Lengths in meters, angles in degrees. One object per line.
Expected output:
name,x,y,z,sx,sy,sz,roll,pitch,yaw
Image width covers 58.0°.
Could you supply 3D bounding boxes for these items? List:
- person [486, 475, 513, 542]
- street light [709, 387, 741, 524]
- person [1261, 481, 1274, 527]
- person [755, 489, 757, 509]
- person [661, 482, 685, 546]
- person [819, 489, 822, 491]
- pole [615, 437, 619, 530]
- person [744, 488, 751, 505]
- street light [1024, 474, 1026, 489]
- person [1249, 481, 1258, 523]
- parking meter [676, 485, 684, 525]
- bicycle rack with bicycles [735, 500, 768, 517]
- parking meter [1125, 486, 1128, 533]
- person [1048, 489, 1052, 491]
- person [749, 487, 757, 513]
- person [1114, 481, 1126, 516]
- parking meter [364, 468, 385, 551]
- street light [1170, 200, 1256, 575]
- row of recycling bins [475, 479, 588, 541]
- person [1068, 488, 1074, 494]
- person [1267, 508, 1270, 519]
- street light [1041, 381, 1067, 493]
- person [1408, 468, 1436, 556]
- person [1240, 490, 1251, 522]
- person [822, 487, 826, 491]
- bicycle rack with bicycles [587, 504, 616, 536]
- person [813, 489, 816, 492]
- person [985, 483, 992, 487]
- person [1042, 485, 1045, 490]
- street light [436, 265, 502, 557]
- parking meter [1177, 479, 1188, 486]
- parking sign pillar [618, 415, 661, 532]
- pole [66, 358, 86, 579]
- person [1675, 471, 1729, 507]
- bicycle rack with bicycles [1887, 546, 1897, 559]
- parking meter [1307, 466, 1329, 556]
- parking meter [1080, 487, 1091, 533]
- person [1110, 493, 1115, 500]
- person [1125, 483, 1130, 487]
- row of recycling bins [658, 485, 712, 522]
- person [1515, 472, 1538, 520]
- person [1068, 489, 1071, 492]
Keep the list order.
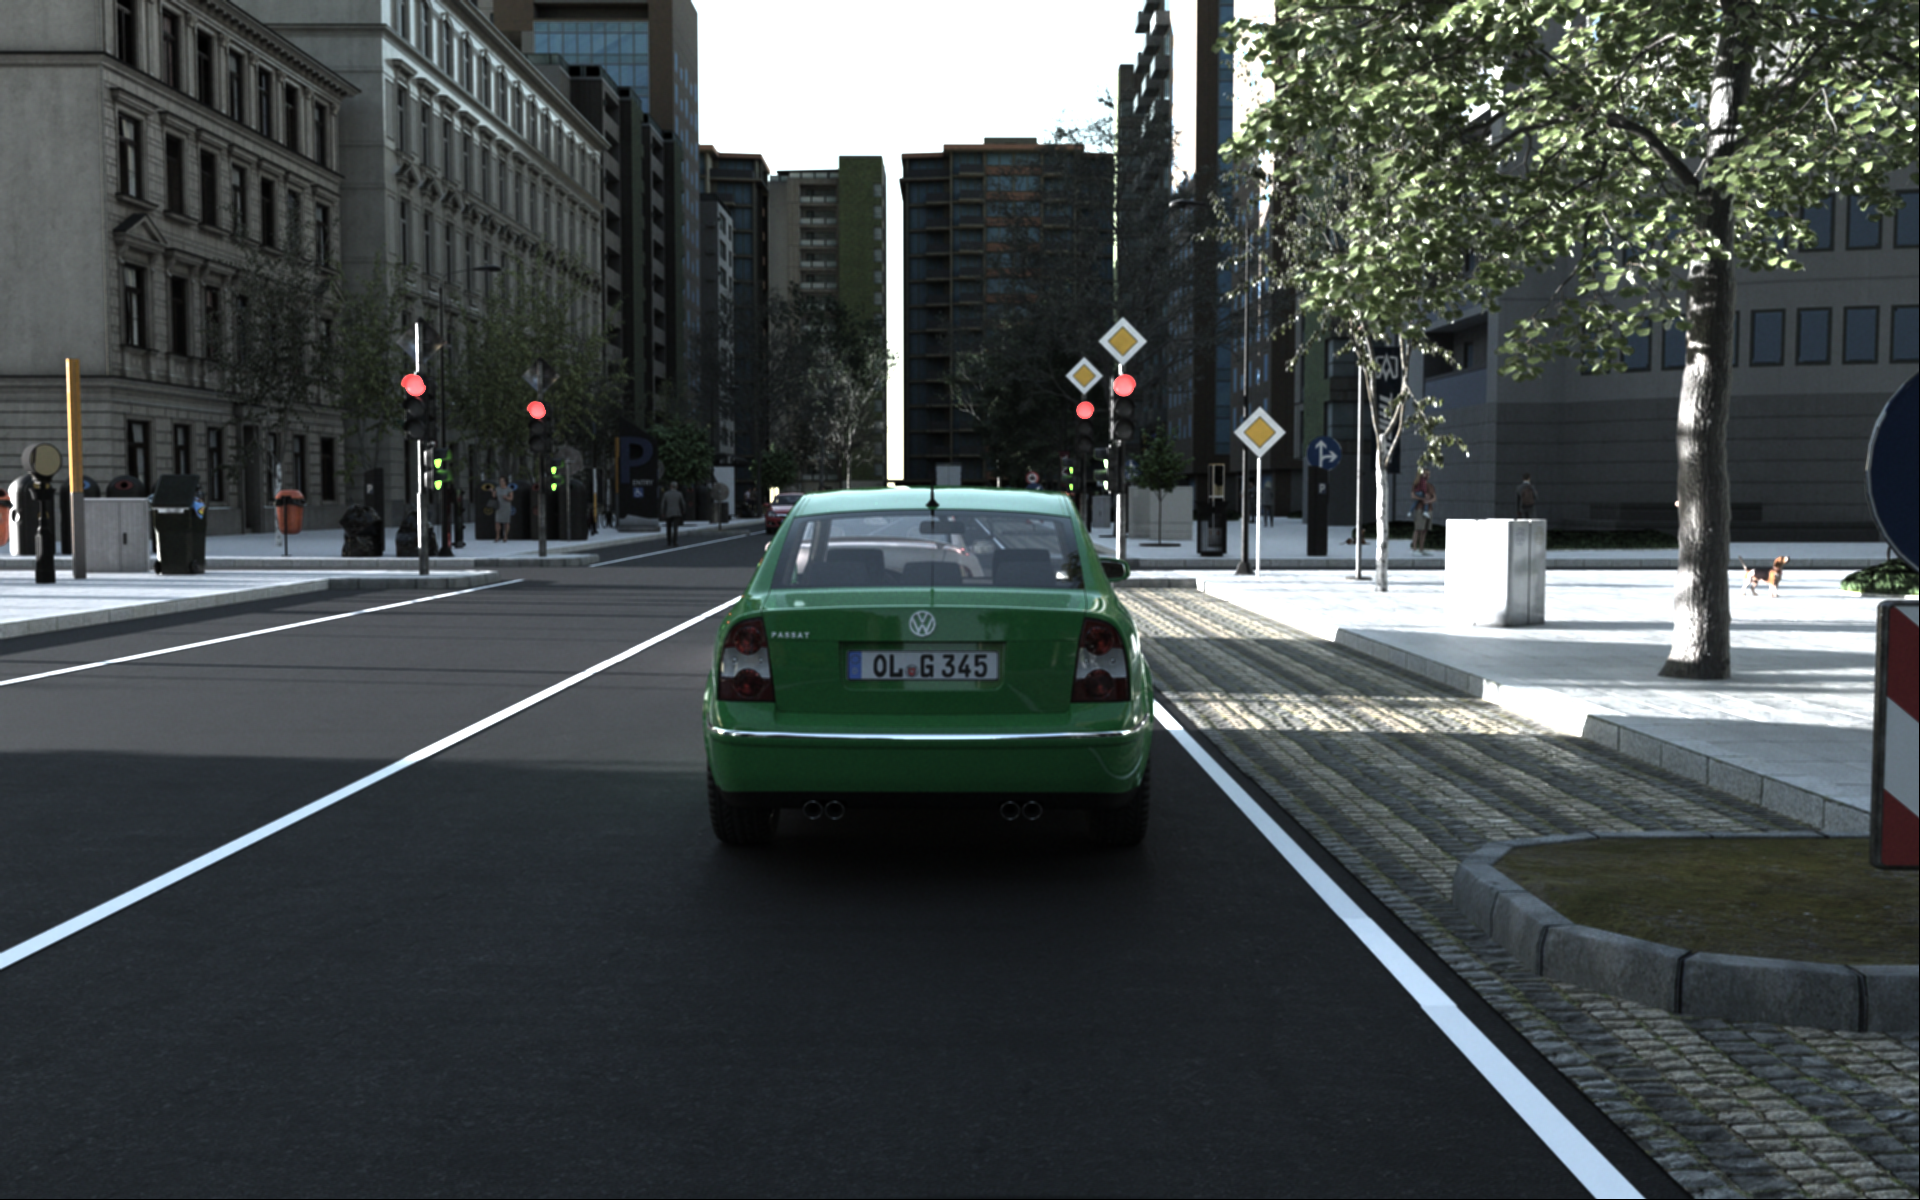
person,-12.261,-2.425,46.043,0.716,1.782,0.532,1,4,8
street light,-10.192,-6.270,75.061,1.470,5.913,1.316,0,4,0
person,11.958,-3.750,67.540,0.537,1.800,0.526,1,4,15
person,-16.871,-8.434,144.749,0.445,1.727,0.742,-2,4,-25
person,-7.918,-2.381,47.821,0.661,1.777,0.834,-1,4,-11
person,-8.384,-5.777,103.708,0.466,1.731,0.760,3,5,42
pole,-12.236,-4.170,62.023,0.158,3.312,0.155,0,3,0
person,-15.016,-7.120,123.388,0.756,1.711,0.436,-2,4,-32
street light,3.604,-8.446,110.640,1.470,5.913,1.316,0,4,0
person,12.949,-4.320,76.473,0.447,1.846,0.655,-2,4,-32
parking meter,-11.802,-4.086,72.513,0.399,1.863,0.255,1,4,15
bicycle rack with bicycles,-12.344,-5.397,101.624,2.852,0.926,2.925,1,4,21
parking meter,5.374,-2.980,57.128,0.372,1.533,0.369,0,3,0
person,5.288,-5.869,102.337,0.601,1.785,0.444,1,4,13
person,-14.076,-6.893,119.277,0.750,1.759,0.617,-2,4,-29
person,5.647,-3.227,59.295,0.782,1.767,0.515,0,4,0
parking meter,-13.139,-2.027,38.852,0.399,1.863,0.255,2,4,30
street light,4.007,-3.361,27.496,1.470,5.913,1.316,0,4,0
row of recycling bins,-12.032,-2.537,48.586,3.534,1.692,1.069,1,4,19
person,7.056,-6.248,108.612,0.576,1.772,0.534,-1,4,-13
person,15.952,-5.076,90.036,0.522,1.701,0.512,-2,4,-24
street light,3.800,-6.022,71.007,1.470,5.913,1.316,0,4,0
person,9.586,-1.831,35.949,0.573,1.828,0.580,1,4,15
person,13.104,-4.422,78.708,0.716,1.782,0.532,2,4,27
person,-7.751,-5.566,99.310,0.447,1.846,0.655,-2,4,-35
bicycle rack with bicycles,-12.254,-2.456,53.541,2.852,0.926,2.925,0,4,4
person,-8.303,-5.371,96.991,0.598,1.740,0.731,1,4,12
person,0.889,-2.894,55.991,0.466,1.800,0.511,-1,4,-9
person,4.874,-5.717,99.865,0.721,1.781,0.623,-2,4,-25
street light,-10.002,-3.839,35.307,1.470,5.913,1.316,0,4,0
parking meter,8.134,-3.520,63.259,0.399,1.863,0.255,-1,4,-23
parking sign pillar,-10.898,-4.296,58.714,1.447,3.967,1.447,0,4,-4
pole,-13.371,-1.979,26.205,0.158,3.312,0.155,0,3,0
person,7.505,-0.719,17.604,0.447,1.846,0.655,3,5,44
bicycle rack with bicycles,15.977,-0.790,26.303,2.852,0.926,2.925,0,4,-1
parking meter,7.433,-1.850,35.951,0.399,1.863,0.255,-2,4,-32
parking meter,4.192,-3.019,57.769,0.372,1.533,0.369,0,3,0
person,13.192,-8.733,149.751,0.541,1.710,0.530,-2,4,-27
person,7.395,-4.201,75.086,0.716,1.782,0.532,2,4,25
row of recycling bins,-13.259,-4.560,81.675,1.069,1.692,3.534,3,5,44
person,14.302,-2.307,43.726,0.622,1.834,0.822,3,5,39
person,8.308,-7.628,131.214,0.683,1.767,0.568,3,4,37
